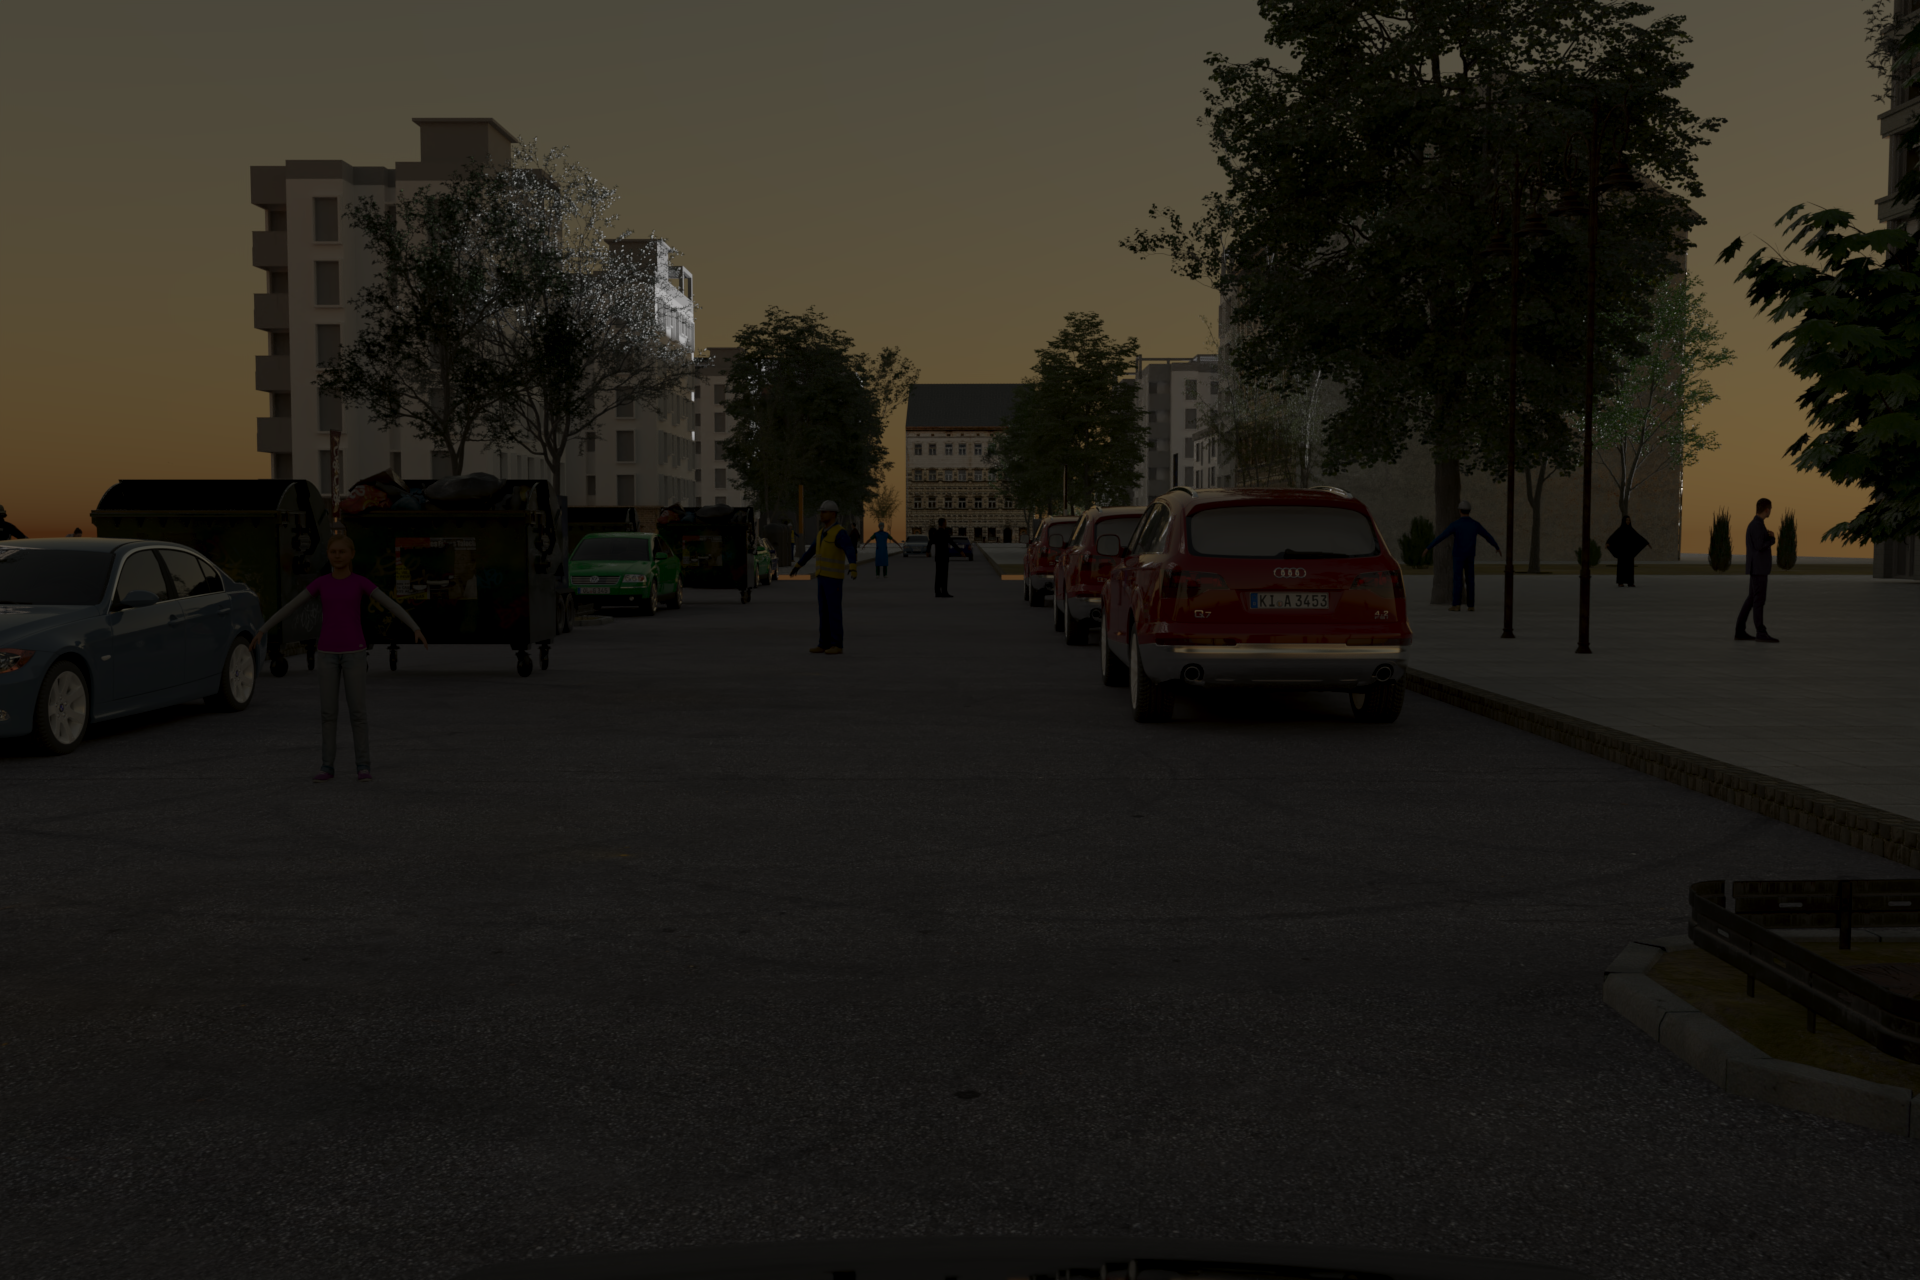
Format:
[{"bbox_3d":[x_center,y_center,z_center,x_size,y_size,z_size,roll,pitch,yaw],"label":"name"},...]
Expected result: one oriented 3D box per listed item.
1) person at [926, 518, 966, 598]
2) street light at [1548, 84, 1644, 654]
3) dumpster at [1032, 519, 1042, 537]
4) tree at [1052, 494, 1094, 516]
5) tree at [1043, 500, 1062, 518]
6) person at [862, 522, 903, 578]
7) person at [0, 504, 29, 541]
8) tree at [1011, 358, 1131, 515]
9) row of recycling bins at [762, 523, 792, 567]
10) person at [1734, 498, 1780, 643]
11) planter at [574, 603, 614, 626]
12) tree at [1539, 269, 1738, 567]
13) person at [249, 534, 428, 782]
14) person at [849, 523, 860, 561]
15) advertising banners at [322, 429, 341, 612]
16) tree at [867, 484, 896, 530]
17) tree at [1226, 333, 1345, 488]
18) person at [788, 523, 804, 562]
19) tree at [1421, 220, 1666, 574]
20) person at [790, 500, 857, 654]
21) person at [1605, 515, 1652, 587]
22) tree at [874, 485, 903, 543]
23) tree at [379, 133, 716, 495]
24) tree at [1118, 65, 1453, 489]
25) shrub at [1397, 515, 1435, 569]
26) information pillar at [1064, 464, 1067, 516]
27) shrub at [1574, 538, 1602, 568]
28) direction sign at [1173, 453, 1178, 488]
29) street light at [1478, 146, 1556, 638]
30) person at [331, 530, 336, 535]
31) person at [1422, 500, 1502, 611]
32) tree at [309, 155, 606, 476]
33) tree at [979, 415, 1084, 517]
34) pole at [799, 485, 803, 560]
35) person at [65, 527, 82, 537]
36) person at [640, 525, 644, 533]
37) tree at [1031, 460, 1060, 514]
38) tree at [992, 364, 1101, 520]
[{"bbox_3d":[-0.382,-1.863,39.149,0.704,1.802,1.346,-3,5,-40],"label":"person"},{"bbox_3d":[6.707,-2.793,18.449,0.468,5.910,1.993,0,3,0],"label":"street light"},{"bbox_3d":[2.915,-2.460,48.441,1.865,1.857,1.264,0,3,0],"label":"dumpster"},{"bbox_3d":[16.536,-20.337,250.642,7.486,12.596,7.792,0,3,0],"label":"tree"},{"bbox_3d":[6.652,-12.005,146.650,4.360,8.622,3.978,0,3,0],"label":"tree"},{"bbox_3d":[-2.547,-2.923,56.373,1.347,1.817,0.704,-1,4,-12],"label":"person"},{"bbox_3d":[-18.276,-1.658,32.983,1.351,1.845,0.704,-1,4,-21],"label":"person"},{"bbox_3d":[6.513,-10.752,101.556,9.928,11.665,9.643,0,3,0],"label":"tree"},{"bbox_3d":[-7.209,-3.758,68.549,1.069,1.692,3.534,0,4,0],"label":"row of recycling bins"},{"bbox_3d":[9.520,-0.837,20.644,0.530,1.710,0.541,2,4,31],"label":"person"},{"bbox_3d":[-6.630,-0.401,27.697,1.991,0.319,1.994,0,4,0],"label":"planter"},{"bbox_3d":[26.157,-8.691,67.853,9.928,11.665,9.643,0,3,0],"label":"tree"},{"bbox_3d":[-3.581,0.105,10.008,0.991,1.433,0.599,-1,4,-9],"label":"person"},{"bbox_3d":[-5.025,-4.628,81.810,0.704,1.812,1.346,2,4,26],"label":"person"},{"bbox_3d":[-10.464,-1.969,28.376,0.090,3.025,2.074,0,4,0],"label":"advertising banners"},{"bbox_3d":[-11.250,-18.135,246.876,4.737,8.622,4.395,0,3,0],"label":"tree"},{"bbox_3d":[11.705,-6.668,59.386,4.360,8.622,3.978,0,3,0],"label":"tree"},{"bbox_3d":[-7.772,-4.467,79.492,1.216,1.772,0.721,-1,4,-23],"label":"person"},{"bbox_3d":[18.565,-7.953,55.790,9.928,11.665,9.643,0,3,0],"label":"tree"},{"bbox_3d":[-1.586,-0.754,20.757,0.705,1.833,1.349,-3,4,-38],"label":"person"},{"bbox_3d":[16.202,-2.155,42.020,1.214,1.737,0.721,-1,4,-9],"label":"person"},{"bbox_3d":[-9.902,-18.408,251.326,4.360,8.622,3.978,0,3,0],"label":"tree"},{"bbox_3d":[-12.555,-8.750,53.432,12.009,13.543,11.850,0,3,0],"label":"tree"},{"bbox_3d":[12.902,-13.205,71.798,12.611,20.169,13.585,0,3,0],"label":"tree"},{"bbox_3d":[16.970,-3.637,63.885,1.690,2.028,1.600,0,3,0],"label":"shrub"},{"bbox_3d":[3.563,-4.110,58.546,0.183,3.616,0.504,0,4,-1],"label":"information pillar"},{"bbox_3d":[23.937,-3.355,65.964,1.383,1.207,1.383,0,3,0],"label":"shrub"},{"bbox_3d":[6.074,-3.480,48.898,0.379,3.537,0.876,0,3,0],"label":"direction sign"},{"bbox_3d":[6.763,-2.961,21.196,0.468,5.910,1.993,0,4,0],"label":"street light"},{"bbox_3d":[-22.587,-3.383,61.504,1.347,1.806,0.705,-2,4,-28],"label":"person"},{"bbox_3d":[8.374,-1.402,28.799,1.347,1.842,0.705,0,4,-3],"label":"person"},{"bbox_3d":[-11.993,-6.579,41.972,8.767,10.594,7.601,2,4,32],"label":"tree"},{"bbox_3d":[5.885,-11.642,124.763,8.767,10.594,7.601,-1,4,-19],"label":"tree"},{"bbox_3d":[-6.628,-4.796,72.265,0.158,3.312,0.155,0,3,0],"label":"pole"},{"bbox_3d":[-21.002,-1.935,40.874,0.799,1.438,0.628,-1,4,-9],"label":"person"},{"bbox_3d":[-15.541,-4.716,83.912,0.721,1.733,1.217,0,4,-3],"label":"person"},{"bbox_3d":[6.180,-11.244,134.199,4.360,8.622,3.978,0,3,0],"label":"tree"},{"bbox_3d":[5.978,-12.011,114.501,7.486,12.596,7.792,0,3,0],"label":"tree"}]
